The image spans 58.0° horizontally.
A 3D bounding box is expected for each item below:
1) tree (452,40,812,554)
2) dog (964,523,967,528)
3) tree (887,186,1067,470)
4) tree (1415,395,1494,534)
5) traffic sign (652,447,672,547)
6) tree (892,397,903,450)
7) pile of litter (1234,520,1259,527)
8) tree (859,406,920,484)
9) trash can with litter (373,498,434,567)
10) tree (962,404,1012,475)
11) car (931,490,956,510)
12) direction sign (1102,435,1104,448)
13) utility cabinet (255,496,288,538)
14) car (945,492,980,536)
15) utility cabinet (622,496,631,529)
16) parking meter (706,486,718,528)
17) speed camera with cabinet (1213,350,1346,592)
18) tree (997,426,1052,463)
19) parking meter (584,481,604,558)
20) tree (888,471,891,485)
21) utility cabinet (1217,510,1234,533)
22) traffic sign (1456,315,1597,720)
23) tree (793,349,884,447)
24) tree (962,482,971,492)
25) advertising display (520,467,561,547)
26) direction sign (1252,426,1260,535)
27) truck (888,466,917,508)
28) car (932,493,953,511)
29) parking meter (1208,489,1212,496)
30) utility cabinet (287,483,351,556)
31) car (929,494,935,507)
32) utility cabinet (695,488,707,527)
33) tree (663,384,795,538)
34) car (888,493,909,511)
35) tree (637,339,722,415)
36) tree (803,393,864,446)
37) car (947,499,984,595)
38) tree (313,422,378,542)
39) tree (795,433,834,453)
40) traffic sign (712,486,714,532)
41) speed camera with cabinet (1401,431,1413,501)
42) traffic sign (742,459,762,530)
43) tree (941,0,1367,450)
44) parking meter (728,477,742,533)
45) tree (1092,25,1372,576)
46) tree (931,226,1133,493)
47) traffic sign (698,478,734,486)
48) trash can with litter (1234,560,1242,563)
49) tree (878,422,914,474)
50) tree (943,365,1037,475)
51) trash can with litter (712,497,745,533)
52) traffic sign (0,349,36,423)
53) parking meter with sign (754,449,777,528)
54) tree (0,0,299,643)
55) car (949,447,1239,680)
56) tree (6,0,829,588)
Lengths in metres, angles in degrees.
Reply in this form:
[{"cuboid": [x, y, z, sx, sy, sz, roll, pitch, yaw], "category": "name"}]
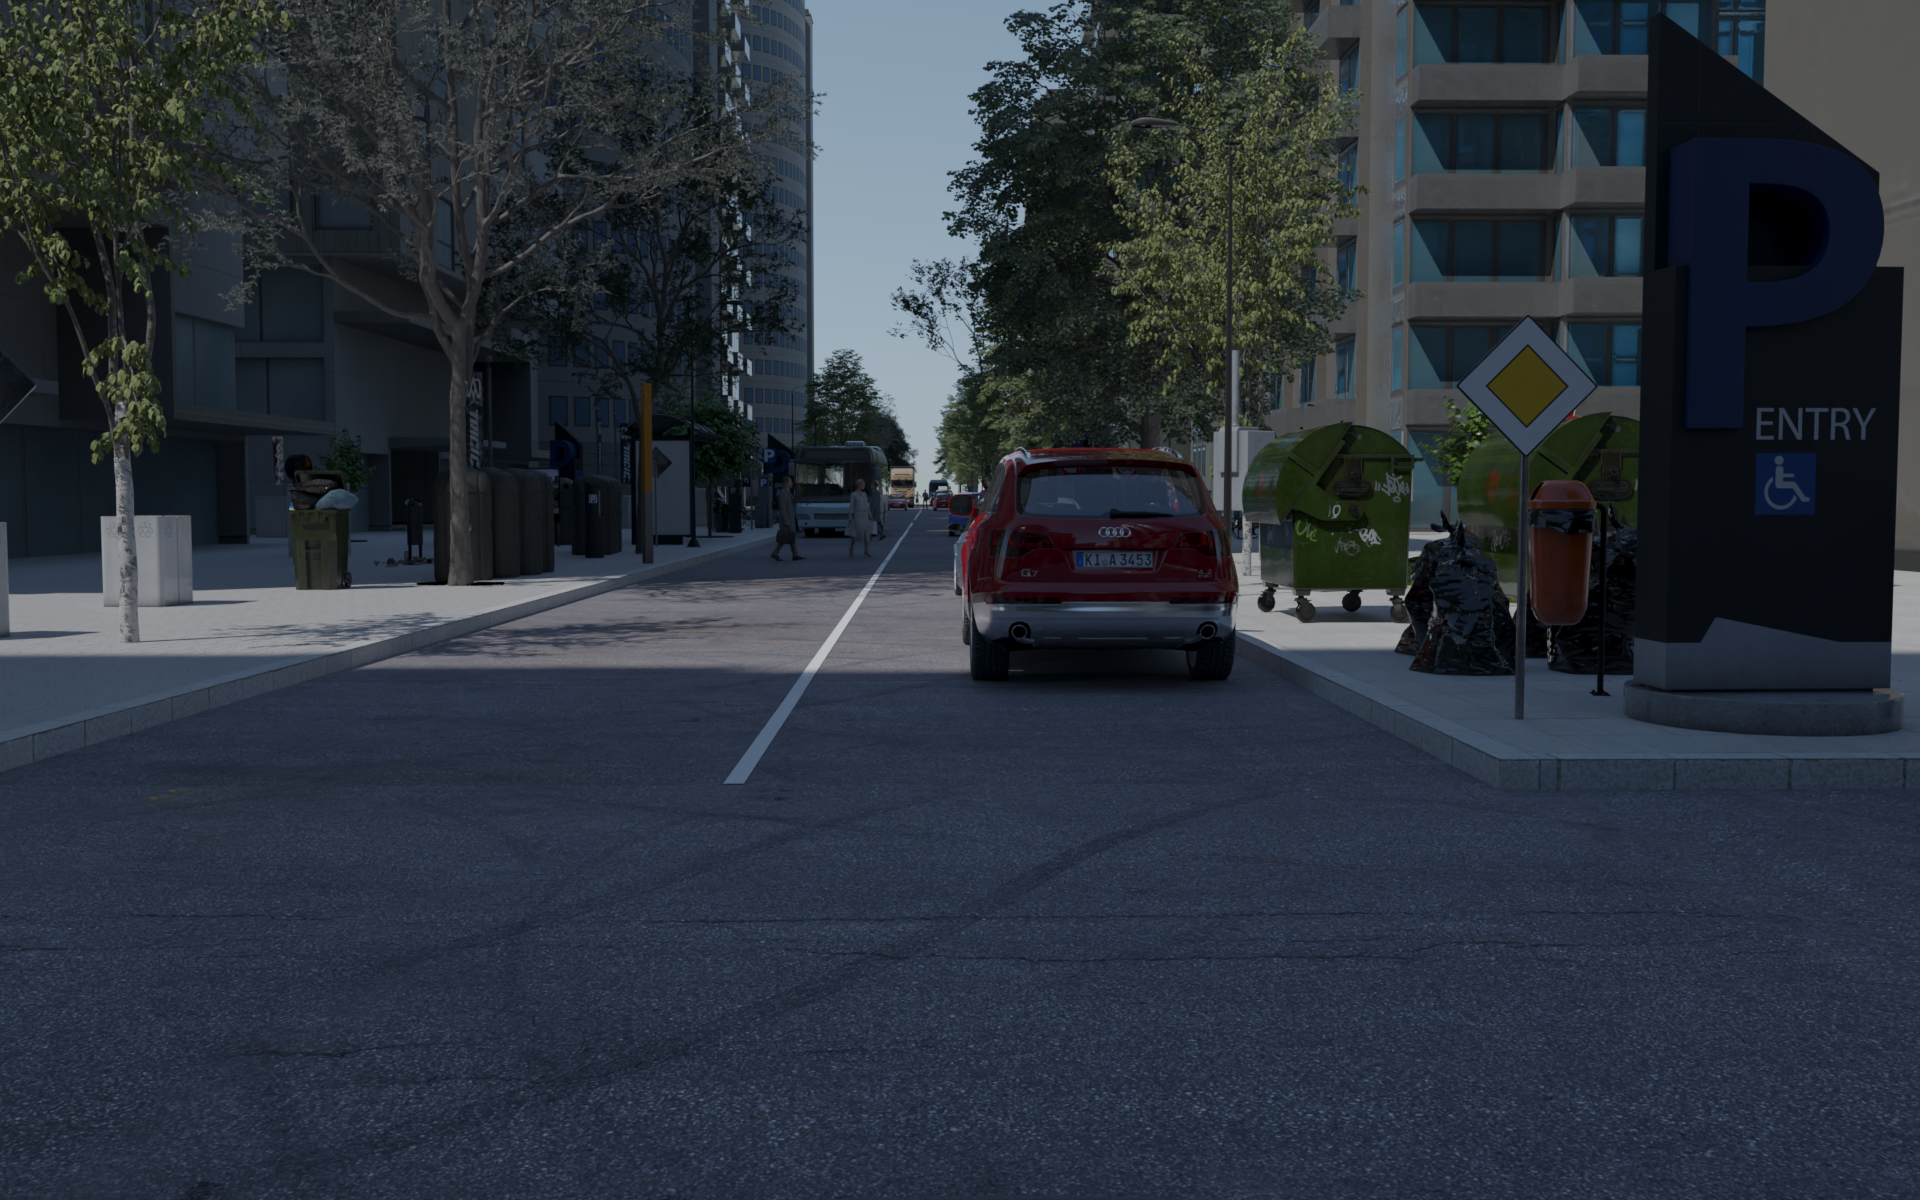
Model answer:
[{"cuboid": [-6.928, -6.251, 36.616, 8.767, 10.594, 7.601, 1, 4, 8], "category": "tree"}, {"cuboid": [0.160, -1.321, 38.434, 0.513, 0.831, 0.800, 1, 4, 9], "category": "dog"}, {"cuboid": [1.370, -15.473, 108.875, 12.611, 20.169, 13.585, 0, 3, 0], "category": "tree"}, {"cuboid": [8.667, -2.104, 29.003, 1.663, 3.219, 1.824, 0, 3, 0], "category": "tree"}, {"cuboid": [-7.378, -2.499, 42.052, 0.795, 2.450, 0.064, 0, 4, 1], "category": "traffic sign"}, {"cuboid": [-9.695, -15.208, 159.014, 12.009, 13.543, 11.850, 0, 3, 0], "category": "tree"}, {"cuboid": [11.050, -3.176, 65.898, 1.719, 0.858, 1.176, 3, 5, 40], "category": "pile of litter"}, {"cuboid": [-10.665, -18.763, 223.789, 9.611, 12.733, 9.660, 0, 3, 0], "category": "tree"}, {"cuboid": [-10.203, -1.257, 31.609, 1.678, 1.210, 2.233, 0, 4, 4], "category": "trash can with litter"}, {"cuboid": [2.226, -10.742, 125.989, 4.360, 8.622, 3.978, 0, 3, 0], "category": "tree"}, {"cuboid": [-1.431, -8.991, 155.671, 2.281, 1.827, 5.304, 0, 4, -1], "category": "car"}, {"cuboid": [4.084, -3.518, 49.523, 0.379, 3.537, 0.876, 0, 4, 4], "category": "direction sign"}, {"cuboid": [-20.143, -2.428, 50.860, 1.020, 1.237, 0.306, 1, 4, 13], "category": "utility cabinet"}, {"cuboid": [0.450, -3.076, 59.885, 1.945, 1.707, 3.694, 0, 3, 0], "category": "car"}, {"cuboid": [-12.179, -3.260, 64.469, 0.306, 1.237, 1.020, 2, 4, 24], "category": "utility cabinet"}, {"cuboid": [-9.252, -3.601, 64.586, 0.399, 1.863, 0.255, -2, 4, -28], "category": "parking meter"}, {"cuboid": [4.347, -1.783, 23.481, 0.660, 3.252, 2.038, -3, 4, -36], "category": "speed camera with cabinet"}, {"cuboid": [3.397, -5.824, 78.931, 4.285, 4.588, 4.351, 0, 3, 0], "category": "tree"}, {"cuboid": [-7.338, -1.610, 34.734, 0.372, 1.533, 0.369, 0, 3, 0], "category": "parking meter"}, {"cuboid": [-8.813, -12.545, 188.828, 4.285, 4.588, 4.351, 0, 3, 0], "category": "tree"}, {"cuboid": [8.637, -2.776, 56.549, 0.306, 1.237, 1.020, 2, 4, 30], "category": "utility cabinet"}, {"cuboid": [3.185, -0.377, 9.810, 0.795, 2.450, 0.064, 0, 4, -1], "category": "traffic sign"}, {"cuboid": [-9.380, -13.287, 135.375, 7.486, 12.596, 7.792, 0, 3, 0], "category": "tree"}, {"cuboid": [1.008, -12.779, 203.544, 1.663, 3.219, 1.824, 0, 3, 0], "category": "tree"}, {"cuboid": [-10.219, -2.258, 42.127, 0.974, 1.923, 0.123, -1, 4, -16], "category": "advertising display"}, {"cuboid": [9.094, -3.791, 53.972, 0.379, 3.537, 0.876, -1, 4, -22], "category": "direction sign"}, {"cuboid": [-5.852, -11.517, 177.218, 2.839, 4.237, 11.283, 0, 4, -1], "category": "truck"}, {"cuboid": [-1.316, -8.362, 145.751, 2.155, 1.783, 4.494, 0, 4, -2], "category": "car"}, {"cuboid": [10.959, -4.177, 76.707, 0.372, 1.533, 0.369, 0, 3, 0], "category": "parking meter"}, {"cuboid": [-13.143, -1.641, 35.515, 1.173, 1.500, 0.318, 0, 4, -2], "category": "utility cabinet"}, {"cuboid": [-2.585, -11.685, 200.087, 2.155, 1.783, 4.494, 0, 4, -3], "category": "car"}, {"cuboid": [-10.035, -3.605, 67.616, 0.318, 1.500, 1.173, 3, 5, 40], "category": "utility cabinet"}, {"cuboid": [-7.511, -4.133, 51.287, 4.285, 4.588, 4.351, 0, 3, 0], "category": "tree"}, {"cuboid": [-5.423, -8.549, 148.809, 2.155, 1.783, 4.494, 0, 4, -2], "category": "car"}, {"cuboid": [-12.909, -7.843, 78.599, 4.360, 8.622, 3.978, 0, 3, 0], "category": "tree"}, {"cuboid": [-8.866, -10.658, 124.614, 4.737, 8.622, 4.395, 0, 3, 0], "category": "tree"}, {"cuboid": [0.855, -0.676, 23.059, 2.014, 1.417, 4.499, 0, 4, -3], "category": "car"}, {"cuboid": [-16.368, -3.174, 46.502, 1.663, 3.219, 1.824, 0, 3, 0], "category": "tree"}, {"cuboid": [-7.876, -6.682, 92.956, 4.285, 4.588, 4.351, 0, 3, 0], "category": "tree"}, {"cuboid": [-8.348, -3.573, 58.523, 0.768, 2.556, 0.104, 0, 4, 1], "category": "traffic sign"}, {"cuboid": [13.261, -3.694, 54.729, 2.038, 3.252, 0.660, 1, 4, 16], "category": "speed camera with cabinet"}, {"cuboid": [-7.452, -3.780, 61.902, 0.768, 2.556, 0.104, 1, 4, 8], "category": "traffic sign"}, {"cuboid": [4.256, -8.065, 38.519, 9.857, 13.997, 8.962, 0, 3, 0], "category": "tree"}, {"cuboid": [-7.379, -3.128, 56.860, 0.399, 1.863, 0.255, 1, 4, 20], "category": "parking meter"}, {"cuboid": [4.250, -4.679, 26.865, 4.737, 8.622, 4.395, 0, 3, 0], "category": "tree"}, {"cuboid": [3.723, -9.256, 69.469, 7.486, 12.596, 7.792, 0, 3, 0], "category": "tree"}, {"cuboid": [-8.390, -3.774, 55.579, 2.265, 3.308, 0.079, 0, 4, 6], "category": "traffic sign"}, {"cuboid": [4.263, -1.317, 32.597, 2.233, 1.210, 1.678, 3, 5, 45], "category": "trash can with litter"}, {"cuboid": [-9.422, -16.819, 209.396, 8.767, 10.594, 7.601, 2, 4, 24], "category": "tree"}, {"cuboid": [2.170, -12.854, 135.913, 9.928, 11.665, 9.643, 0, 3, 0], "category": "tree"}, {"cuboid": [-7.753, -2.840, 57.821, 1.055, 1.170, 0.624, -2, 4, -30], "category": "trash can with litter"}, {"cuboid": [-5.558, -0.370, 9.691, 0.795, 2.450, 0.064, 0, 4, -1], "category": "traffic sign"}, {"cuboid": [-7.387, -4.237, 65.533, 0.543, 3.016, 1.738, 0, 4, 6], "category": "parking meter with sign"}, {"cuboid": [-7.325, -3.924, 14.521, 4.737, 8.622, 4.395, 0, 3, 0], "category": "tree"}, {"cuboid": [1.053, -0.379, 14.878, 2.281, 1.827, 5.304, 0, 4, -1], "category": "car"}, {"cuboid": [-7.062, -6.956, 24.107, 12.009, 13.543, 11.850, 0, 3, 0], "category": "tree"}]
